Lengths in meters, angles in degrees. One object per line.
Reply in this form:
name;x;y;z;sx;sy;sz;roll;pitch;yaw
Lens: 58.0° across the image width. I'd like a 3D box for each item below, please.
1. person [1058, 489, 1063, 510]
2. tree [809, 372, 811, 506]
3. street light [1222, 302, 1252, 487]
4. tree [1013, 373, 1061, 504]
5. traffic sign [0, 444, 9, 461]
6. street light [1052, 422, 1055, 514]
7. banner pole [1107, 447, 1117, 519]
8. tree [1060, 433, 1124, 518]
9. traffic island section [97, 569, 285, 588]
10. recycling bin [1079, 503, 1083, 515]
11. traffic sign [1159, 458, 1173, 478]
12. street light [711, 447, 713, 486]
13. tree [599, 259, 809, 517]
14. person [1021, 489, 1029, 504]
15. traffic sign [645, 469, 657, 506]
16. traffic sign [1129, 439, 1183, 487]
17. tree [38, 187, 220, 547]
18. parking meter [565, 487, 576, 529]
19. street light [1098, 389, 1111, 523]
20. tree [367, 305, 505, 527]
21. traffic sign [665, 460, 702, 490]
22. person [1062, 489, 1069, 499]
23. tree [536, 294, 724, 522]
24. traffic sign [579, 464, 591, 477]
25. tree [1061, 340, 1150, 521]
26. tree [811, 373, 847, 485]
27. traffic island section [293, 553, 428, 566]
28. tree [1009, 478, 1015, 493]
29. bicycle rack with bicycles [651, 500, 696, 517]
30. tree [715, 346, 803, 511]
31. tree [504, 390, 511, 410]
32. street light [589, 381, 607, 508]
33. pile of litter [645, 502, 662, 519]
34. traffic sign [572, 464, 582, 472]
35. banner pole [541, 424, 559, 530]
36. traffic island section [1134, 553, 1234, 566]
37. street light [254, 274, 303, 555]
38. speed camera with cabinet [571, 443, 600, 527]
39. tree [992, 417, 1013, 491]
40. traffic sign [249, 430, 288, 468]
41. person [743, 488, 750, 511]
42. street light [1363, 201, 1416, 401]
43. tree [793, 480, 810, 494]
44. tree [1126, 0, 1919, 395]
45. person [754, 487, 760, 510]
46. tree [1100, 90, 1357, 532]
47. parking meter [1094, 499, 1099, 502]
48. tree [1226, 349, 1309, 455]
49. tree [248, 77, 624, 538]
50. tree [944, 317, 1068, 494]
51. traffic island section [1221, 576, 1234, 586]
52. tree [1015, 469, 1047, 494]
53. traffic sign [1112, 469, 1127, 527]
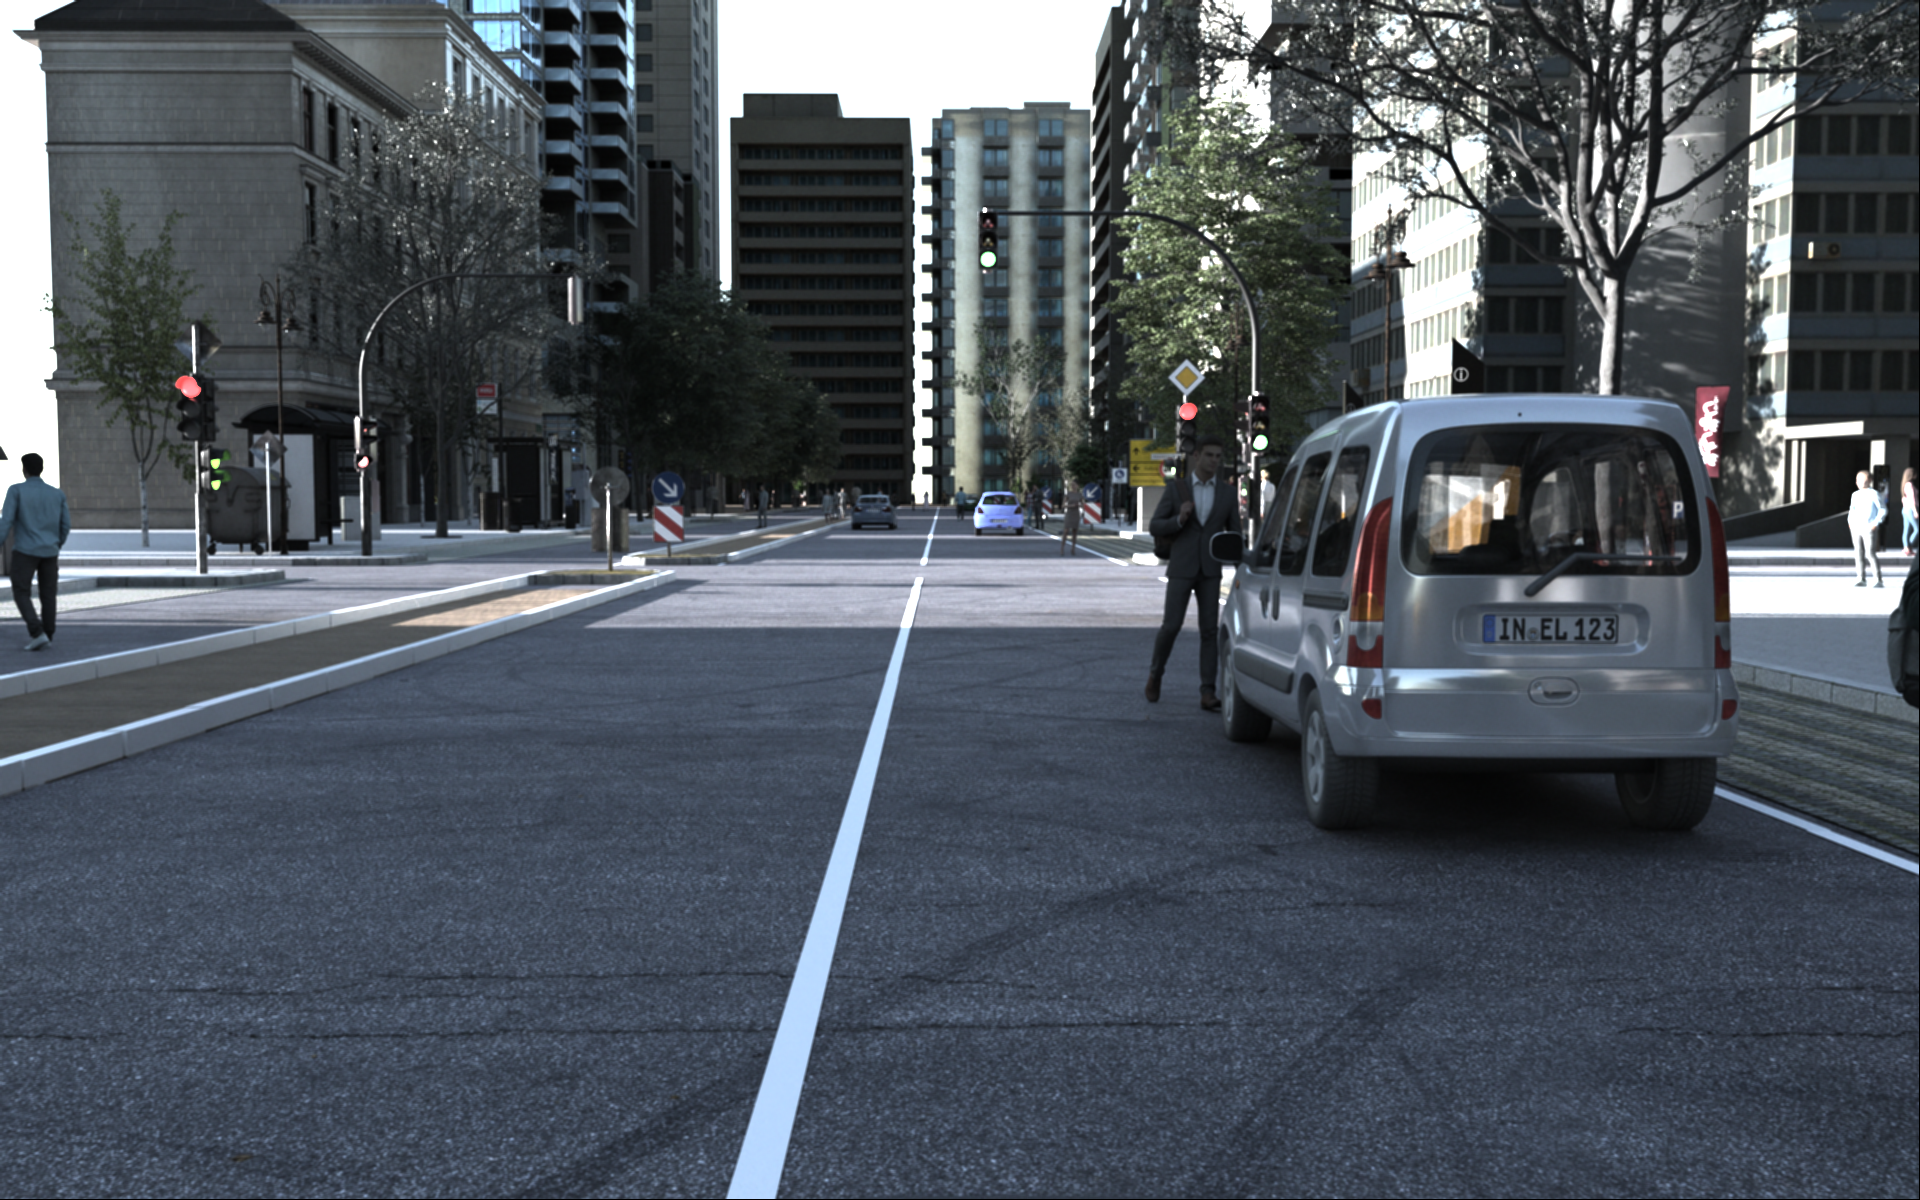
person;8.344;-8.266;141.995;0.742;1.727;0.445;2;4;33
tree;-15.340;-12.493;110.914;9.857;13.997;8.962;0;3;0
street light;6.662;-4.221;41.809;0.468;5.910;1.993;0;4;-1
tree;6.182;-9.356;103.325;4.360;8.622;3.978;0;3;0
traffic sign;-15.678;-1.701;27.815;0.884;2.594;0.081;0;4;8
street light;5.950;-8.426;110.558;0.468;5.910;1.993;0;4;-1
banner pole;7.995;-6.161;90.756;0.863;3.779;0.401;-2;4;-33
tree;7.099;-6.732;93.787;4.285;4.588;4.351;0;3;0
traffic island section;-12.246;-0.348;27.969;2.009;0.180;2.903;0;4;-1
recycling bin;7.470;-5.729;106.229;0.722;1.027;0.722;2;4;29
traffic sign;7.423;-3.741;61.272;0.768;2.556;0.104;0;4;5
street light;-15.055;-8.090;105.060;0.468;5.910;1.993;0;4;-1
tree;-15.229;-11.583;96.029;9.857;13.997;8.962;0;3;0
person;6.380;-9.723;165.732;1.217;1.743;0.721;2;4;25
traffic sign;-15.584;-5.389;88.108;0.884;2.594;0.081;0;4;5
traffic sign;7.346;-4.273;63.744;2.265;3.308;0.079;0;4;6
tree;-19.776;-5.588;41.728;4.737;8.622;4.395;0;3;0
parking meter;-14.310;-3.376;63.602;0.372;1.533;0.369;0;3;0
street light;6.322;-6.318;76.092;0.468;5.910;1.993;0;4;-1
tree;-20.440;-7.099;66.438;4.360;8.622;3.978;0;3;0
traffic sign;-16.587;-6.729;103.894;2.265;3.308;0.079;0;4;7
person;8.055;-7.465;128.821;1.217;1.743;0.721;-3;4;-39
tree;-15.021;-8.930;80.420;8.767;10.594;7.601;-2;4;-34
traffic sign;-16.011;-4.484;73.421;0.768;2.556;0.104;0;4;4
tree;7.261;-8.142;83.490;4.360;8.622;3.978;0;3;0
tree;-16.598;-15.285;156.559;9.857;13.997;8.962;0;3;0
traffic island section;-12.327;-0.836;35.953;2.009;0.180;2.903;0;4;-1
tree;6.108;-11.184;177.464;1.663;3.219;1.824;0;3;0
bicycle rack with bicycles;-16.442;-5.220;98.721;2.852;0.926;2.925;-1;4;-20
tree;-15.323;-12.982;130.387;7.486;12.596;7.792;0;3;0
tree;-20.398;-7.406;71.449;4.360;8.622;3.978;0;3;0
street light;-14.773;-5.993;70.776;0.468;5.910;1.993;0;4;-1
pile of litter;-15.896;-4.660;90.150;1.176;0.858;1.719;1;4;14
traffic sign;-16.250;-4.450;72.867;0.768;2.556;0.104;0;4;8
banner pole;-14.696;-4.409;62.106;0.863;3.779;0.401;2;4;31
traffic island section;4.713;-0.847;36.122;2.009;0.180;2.903;0;4;-1
street light;-14.308;-3.896;36.495;0.468;5.910;1.993;0;4;-1
speed camera with cabinet;-14.661;-4.491;67.757;0.660;3.252;2.038;0;4;4
tree;5.246;-12.833;160.185;4.360;8.622;3.978;0;3;0
traffic sign;-14.189;-2.190;35.540;0.795;2.593;0.064;0;4;1
person;-15.849;-7.448;128.485;0.551;1.740;0.621;2;4;35
street light;6.826;-3.357;27.680;0.468;5.910;1.993;0;4;-1
tree;-16.664;-11.347;180.121;1.663;3.219;1.824;0;3;0
tree;6.918;-6.600;18.276;12.009;13.543;11.850;0;3;0
person;-16.218;-8.080;138.167;0.705;1.823;1.348;-3;4;-37
tree;7.614;-8.028;49.389;7.486;12.596;7.792;0;3;0
parking meter;6.189;-4.337;79.328;0.372;1.533;0.369;0;3;0
tree;13.876;-7.767;77.359;4.737;8.622;4.395;0;3;0
tree;-15.090;-8.571;50.513;12.009;13.543;11.850;0;3;0
tree;4.332;-20.206;186.257;12.611;20.169;13.585;0;3;0
traffic island section;4.795;-0.358;28.137;2.009;0.180;2.903;0;4;-1
tree;5.650;-8.459;132.911;1.663;3.219;1.824;0;3;0
traffic sign;6.263;-4.029;68.008;0.606;2.300;0.079;0;4;2
